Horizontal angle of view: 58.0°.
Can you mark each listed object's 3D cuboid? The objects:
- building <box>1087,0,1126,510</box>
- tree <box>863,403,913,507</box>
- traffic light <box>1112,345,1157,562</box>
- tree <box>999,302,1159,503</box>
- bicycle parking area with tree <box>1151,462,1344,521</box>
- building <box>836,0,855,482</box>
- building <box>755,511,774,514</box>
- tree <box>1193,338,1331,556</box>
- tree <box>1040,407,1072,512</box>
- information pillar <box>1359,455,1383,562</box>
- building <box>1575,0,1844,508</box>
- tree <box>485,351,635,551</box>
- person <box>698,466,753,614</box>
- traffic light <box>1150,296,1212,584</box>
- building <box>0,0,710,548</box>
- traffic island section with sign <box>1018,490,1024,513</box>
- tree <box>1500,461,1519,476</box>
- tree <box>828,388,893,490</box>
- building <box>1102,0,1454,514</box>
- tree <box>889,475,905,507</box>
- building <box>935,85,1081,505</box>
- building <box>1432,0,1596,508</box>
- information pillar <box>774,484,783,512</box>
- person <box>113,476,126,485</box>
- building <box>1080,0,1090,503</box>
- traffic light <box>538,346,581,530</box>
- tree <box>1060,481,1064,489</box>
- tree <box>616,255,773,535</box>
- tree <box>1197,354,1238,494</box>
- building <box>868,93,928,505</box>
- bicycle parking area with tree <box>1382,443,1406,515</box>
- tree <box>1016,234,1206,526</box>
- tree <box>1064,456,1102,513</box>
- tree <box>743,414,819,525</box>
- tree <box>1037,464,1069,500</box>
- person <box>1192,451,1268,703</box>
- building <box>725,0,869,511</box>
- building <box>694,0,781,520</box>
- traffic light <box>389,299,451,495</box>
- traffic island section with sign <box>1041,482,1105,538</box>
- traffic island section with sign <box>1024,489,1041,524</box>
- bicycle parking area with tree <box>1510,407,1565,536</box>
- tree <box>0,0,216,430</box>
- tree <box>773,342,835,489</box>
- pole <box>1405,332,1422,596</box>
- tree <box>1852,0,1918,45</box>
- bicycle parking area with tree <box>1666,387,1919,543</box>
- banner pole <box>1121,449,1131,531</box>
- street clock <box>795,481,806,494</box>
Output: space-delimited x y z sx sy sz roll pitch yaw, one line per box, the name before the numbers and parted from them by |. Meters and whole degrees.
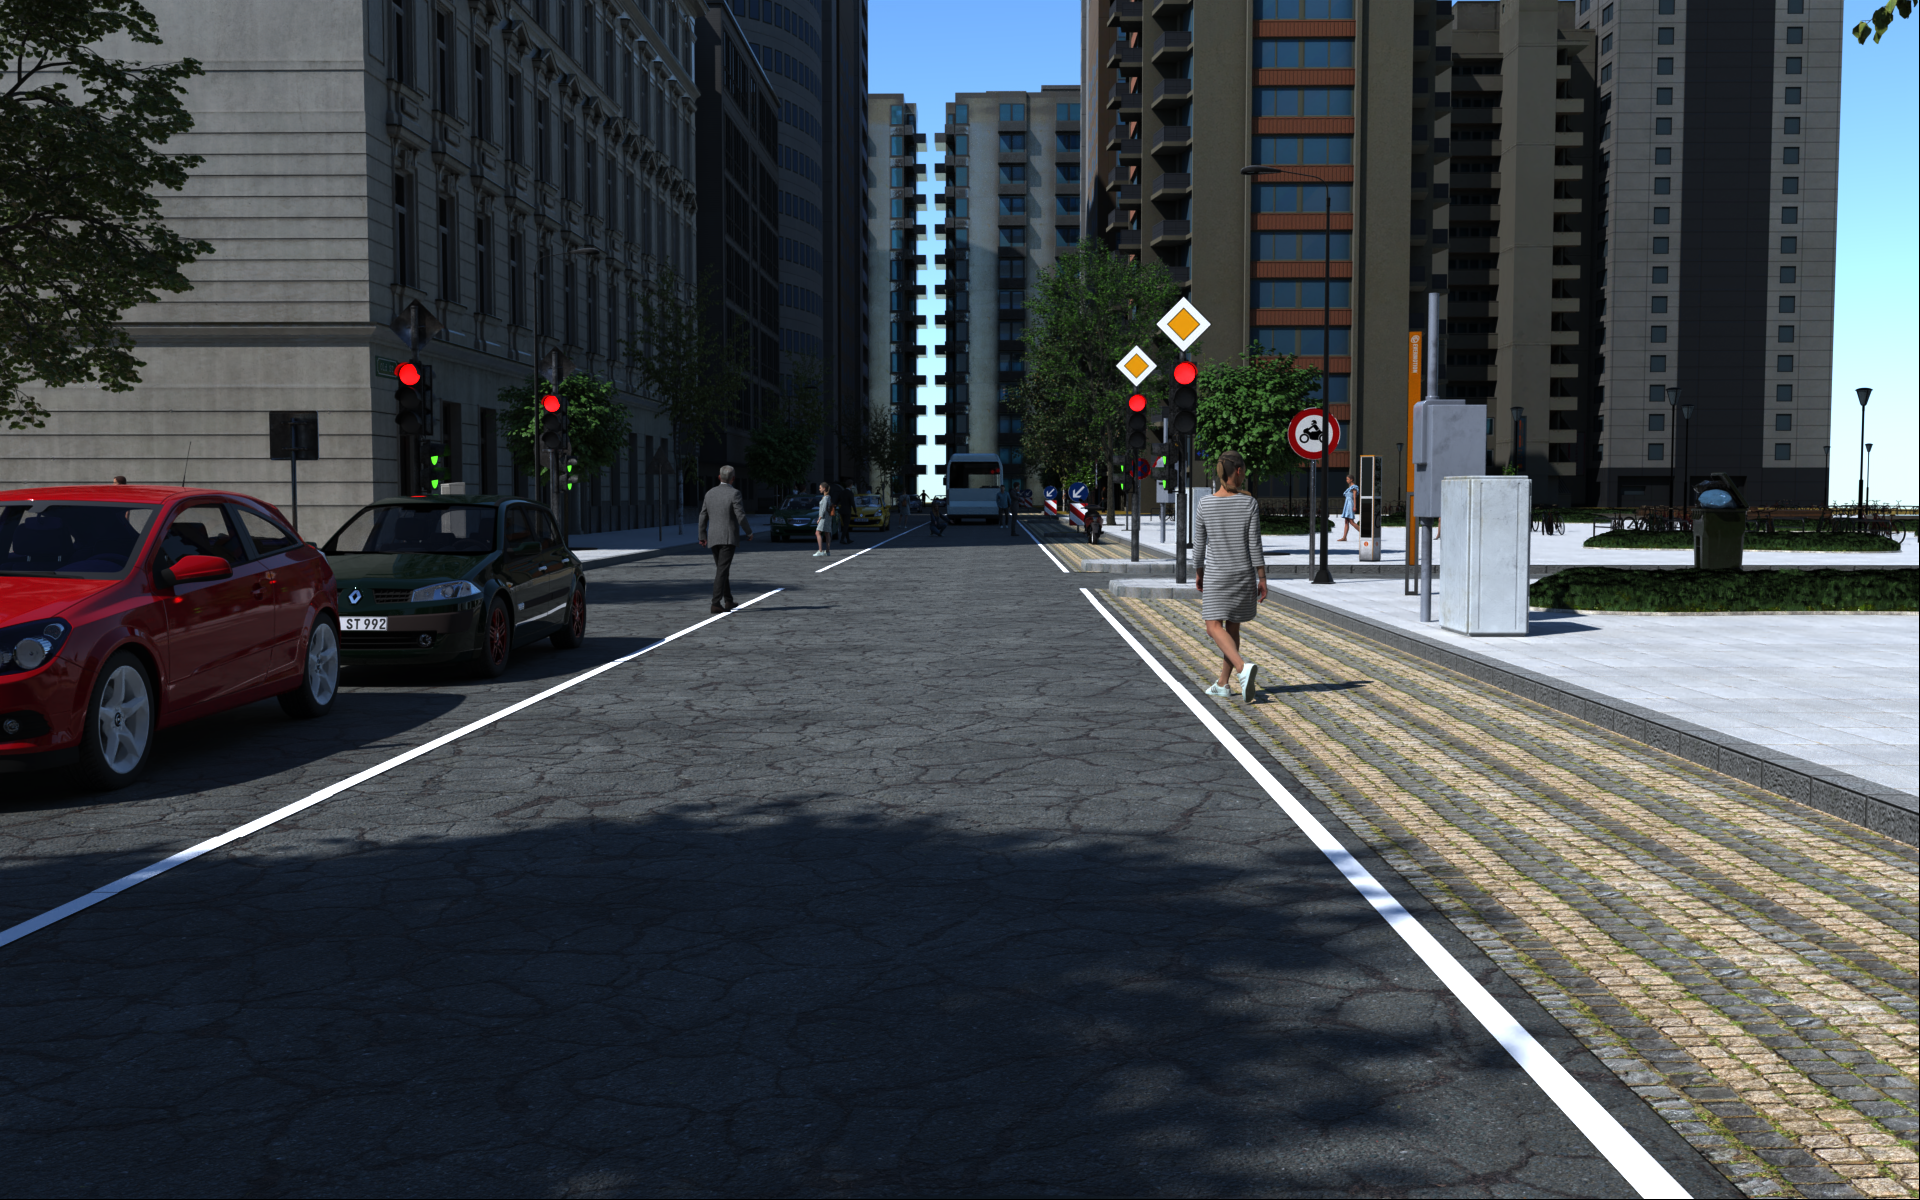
building | 17.946 -30.235 144.458 14.600 45.320 14.200 0 4 1
tree | -6.048 -11.534 138.939 4.737 8.622 4.395 0 3 0
traffic light | 3.303 -2.680 32.739 0.839 4.253 0.868 0 4 1
tree | 7.024 -11.315 102.007 9.611 12.733 9.660 0 3 0
bicycle parking area with tree | 13.628 -5.808 81.969 8.231 4.147 9.016 -1 4 -19
building | -16.159 -30.147 143.012 14.600 45.320 14.200 0 4 1
building | -20.358 -35.444 121.515 21.231 58.520 28.212 0 4 1
tree | 6.322 -3.239 36.668 4.285 4.588 4.351 0 3 0
tree | 7.404 -10.787 126.736 4.737 8.622 4.395 0 3 0
information pillar | 7.789 -1.735 32.853 0.304 2.012 0.304 3 5 43
building | 70.549 -44.684 168.829 20.611 71.187 20.563 0 4 1
tree | -9.170 -3.430 39.797 4.285 4.588 4.351 0 3 0
person | -2.825 -0.746 21.097 0.661 1.777 0.834 1 4 22
traffic light | 3.158 -2.192 24.755 0.839 4.253 0.868 0 4 1
building | -19.821 -17.166 57.079 17.030 29.872 44.131 0 4 1
traffic island section with sign | 5.185 -7.704 134.590 1.989 1.847 2.006 0 4 1
tree | 32.147 -6.495 100.801 1.663 3.219 1.824 0 3 0
tree | -7.036 -10.414 120.634 4.360 8.622 3.978 0 3 0
building | 21.833 -28.641 122.908 22.147 44.769 28.867 0 4 1
tree | -6.402 -11.155 176.980 1.663 3.219 1.824 0 3 0
building | 12.373 -35.846 205.682 30.456 49.044 23.786 0 4 1
building | 49.427 -33.341 168.835 21.600 48.544 21.300 0 4 1
information pillar | -7.833 -4.292 74.659 0.304 2.012 0.304 -2 4 -34
person | -14.984 -1.324 30.723 0.480 1.755 0.524 2 4 26
building | 21.972 -38.131 165.434 21.231 58.520 28.212 0 4 1
traffic light | -7.657 -2.691 32.921 0.839 4.253 0.868 0 4 1
tree | 7.675 -7.405 115.679 1.663 3.219 1.824 0 3 0
tree | -8.557 -6.363 54.405 4.737 8.622 4.395 0 3 0
tree | 13.614 -8.599 90.951 4.737 8.622 4.395 0 3 0
building | -19.092 -35.898 206.546 30.456 49.044 23.786 0 4 1
bicycle parking area with tree | 22.105 -6.738 97.170 8.231 4.147 9.016 1 4 11
tree | 5.994 -8.847 70.400 9.928 11.665 9.643 0 3 0
tree | 6.392 -5.746 88.544 1.663 3.219 1.824 0 3 0
tree | -7.417 -5.349 71.176 4.285 4.588 4.351 0 3 0
tree | 8.478 -10.669 158.146 4.285 4.588 4.351 0 3 0
person | 1.897 -0.168 11.993 0.466 1.731 0.760 -1 4 -22
building | -23.281 -38.402 169.868 28.212 58.520 21.231 0 4 1
building | -17.798 -18.203 91.121 14.314 27.812 24.014 0 4 1
traffic light | -7.801 -2.203 24.937 0.839 4.253 0.868 0 4 1
traffic island section with sign | 3.791 -2.991 57.526 1.989 1.847 2.006 0 4 1
traffic island section with sign | 4.284 -4.647 84.604 1.989 1.847 2.006 0 4 1
bicycle parking area with tree | 20.858 -4.243 56.368 8.231 4.147 9.016 2 4 32
tree | -12.624 -6.176 19.104 7.486 12.596 7.792 0 3 0
tree | -7.834 -8.195 84.356 4.737 8.622 4.395 0 3 0
pole | 5.731 -1.715 21.882 0.158 3.312 0.155 0 3 0
tree | 5.386 -3.541 8.265 4.737 8.622 4.395 0 3 0
bicycle parking area with tree | 21.845 -3.667 46.965 8.231 4.147 9.016 1 4 12
banner pole | 5.844 -4.299 60.301 0.401 3.779 0.863 0 4 2
street clock | -7.378 -4.628 80.238 0.471 2.002 0.358 0 4 5
